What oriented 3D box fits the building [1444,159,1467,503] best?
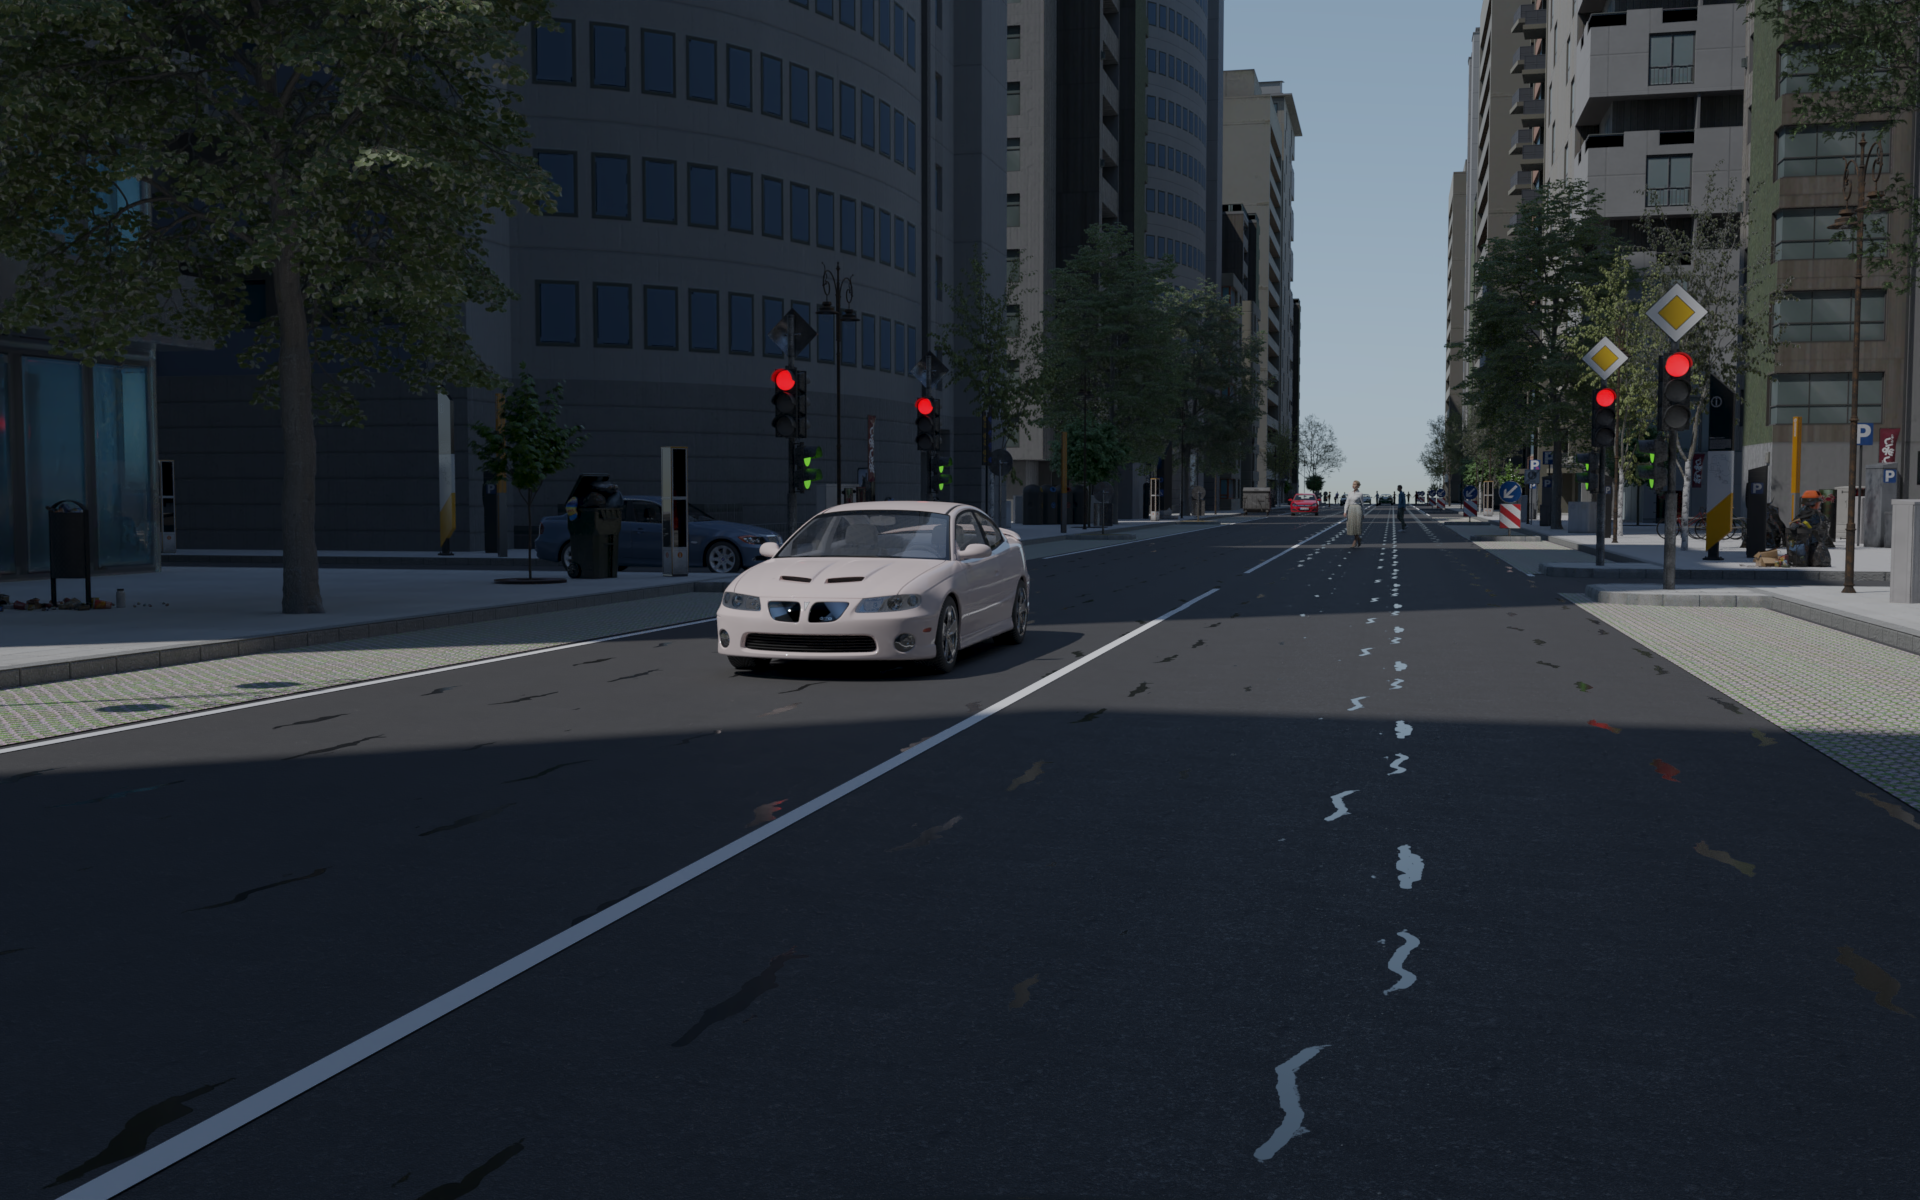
[{"bbox_3d":[79.915,-37.950,244.186,21.300,48.544,21.600,1,4,14],"label":"building"}]

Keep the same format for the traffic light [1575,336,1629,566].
[{"bbox_3d":[11.454,-2.569,30.932,0.839,4.253,0.868,1,4,14],"label":"traffic light"}]

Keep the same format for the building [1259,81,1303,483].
[{"bbox_3d":[29.683,-39.087,228.313,28.713,52.752,27.495,1,4,14],"label":"building"}]

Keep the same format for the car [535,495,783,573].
[{"bbox_3d":[-5.353,-1.168,31.095,4.499,1.417,2.014,1,4,14],"label":"car"}]

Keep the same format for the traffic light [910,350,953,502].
[{"bbox_3d":[-0.593,-2.752,33.914,0.839,4.253,0.868,1,4,14],"label":"traffic light"}]

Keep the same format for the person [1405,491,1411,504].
[{"bbox_3d":[64.564,-14.728,249.400,0.705,1.812,1.348,-2,4,-29],"label":"person"}]

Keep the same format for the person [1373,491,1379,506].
[{"bbox_3d":[48.726,-11.863,202.451,0.705,1.826,1.348,3,5,40],"label":"person"}]

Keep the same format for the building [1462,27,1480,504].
[{"bbox_3d":[74.660,-41.382,218.586,21.231,58.520,28.212,1,4,14],"label":"building"}]

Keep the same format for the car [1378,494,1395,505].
[{"bbox_3d":[54.633,-12.863,222.114,2.131,1.459,4.920,1,4,16],"label":"car"}]

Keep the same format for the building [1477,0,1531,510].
[{"bbox_3d":[55.441,-32.015,147.152,21.300,48.544,21.600,1,4,14],"label":"building"}]

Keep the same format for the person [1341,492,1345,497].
[{"bbox_3d":[55.101,-14.619,248.309,1.217,1.735,0.721,-1,4,-12],"label":"person"}]

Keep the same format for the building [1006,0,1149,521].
[{"bbox_3d":[1.434,-19.261,86.620,14.160,30.474,14.107,1,4,14],"label":"building"}]

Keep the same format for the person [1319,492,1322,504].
[{"bbox_3d":[48.453,-13.670,232.669,0.621,1.740,0.551,-1,4,-17],"label":"person"}]

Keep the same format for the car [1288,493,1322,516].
[{"bbox_3d":[22.949,-6.492,115.189,2.155,1.783,4.494,1,4,12],"label":"car"}]

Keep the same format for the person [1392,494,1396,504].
[{"bbox_3d":[64.765,-15.218,258.003,1.217,1.739,0.721,2,4,26],"label":"person"}]

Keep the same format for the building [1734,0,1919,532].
[{"bbox_3d":[33.657,-17.504,57.886,14.160,30.474,14.107,1,4,14],"label":"building"}]

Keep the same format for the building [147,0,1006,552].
[{"bbox_3d":[-11.852,-31.151,51.319,21.231,58.520,28.212,1,4,14],"label":"building"}]

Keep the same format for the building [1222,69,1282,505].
[{"bbox_3d":[26.199,-35.473,203.687,21.300,48.544,21.600,1,4,14],"label":"building"}]

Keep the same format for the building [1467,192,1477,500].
[{"bbox_3d":[56.143,-24.110,165.895,14.160,30.474,14.107,1,4,14],"label":"building"}]

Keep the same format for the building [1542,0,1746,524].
[{"bbox_3d":[44.157,-30.342,85.334,28.713,52.752,27.495,1,4,14],"label":"building"}]

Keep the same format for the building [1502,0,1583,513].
[{"bbox_3d":[50.623,-28.603,122.276,22.147,44.769,28.867,1,4,14],"label":"building"}]

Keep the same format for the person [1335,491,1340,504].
[{"bbox_3d":[56.981,-15.474,261.371,0.709,1.838,0.599,2,4,34],"label":"person"}]

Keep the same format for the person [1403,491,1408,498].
[{"bbox_3d":[60.296,-13.879,235.437,1.348,1.822,0.705,3,5,43],"label":"person"}]

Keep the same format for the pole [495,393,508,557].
[{"bbox_3d":[-9.317,-2.528,35.183,0.158,3.312,0.155,0,3,0],"label":"pole"}]

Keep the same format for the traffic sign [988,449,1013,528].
[{"bbox_3d":[1.120,-2.970,48.668,0.768,2.556,0.104,1,4,23],"label":"traffic sign"}]

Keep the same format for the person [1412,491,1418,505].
[{"bbox_3d":[55.061,-12.278,209.205,0.705,1.831,1.348,3,5,42],"label":"person"}]

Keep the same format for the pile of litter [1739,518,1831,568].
[{"bbox_3d":[14.608,-1.018,30.610,1.719,0.858,1.176,0,4,3],"label":"pile of litter"}]

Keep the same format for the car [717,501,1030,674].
[{"bbox_3d":[-0.613,-0.191,15.481,2.083,1.381,4.827,1,4,14],"label":"car"}]

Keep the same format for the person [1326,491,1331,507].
[{"bbox_3d":[40.920,-11.187,192.226,0.721,1.723,1.217,2,4,29],"label":"person"}]

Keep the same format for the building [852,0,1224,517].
[{"bbox_3d":[6.858,-35.568,123.533,21.231,58.520,28.212,1,4,14],"label":"building"}]

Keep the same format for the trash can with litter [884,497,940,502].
[{"bbox_3d":[-0.941,-2.208,47.160,1.678,1.210,2.233,2,4,24],"label":"trash can with litter"}]

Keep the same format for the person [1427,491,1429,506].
[{"bbox_3d":[54.994,-11.921,203.413,0.705,1.824,1.348,0,4,5],"label":"person"}]

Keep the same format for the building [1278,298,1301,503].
[{"bbox_3d":[41.102,-29.104,247.549,14.160,30.474,14.107,1,4,14],"label":"building"}]

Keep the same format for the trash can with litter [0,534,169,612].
[{"bbox_3d":[-10.286,-0.522,19.591,2.233,1.210,1.678,1,4,19],"label":"trash can with litter"}]

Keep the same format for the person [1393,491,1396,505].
[{"bbox_3d":[59.274,-13.946,236.484,0.705,1.831,1.348,0,4,6],"label":"person"}]

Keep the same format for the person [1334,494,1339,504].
[{"bbox_3d":[52.417,-14.037,241.239,0.697,1.427,0.421,1,4,22],"label":"person"}]

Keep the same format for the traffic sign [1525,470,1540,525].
[{"bbox_3d":[23.672,-4.256,71.718,0.606,2.300,0.079,1,4,15],"label":"traffic sign"}]

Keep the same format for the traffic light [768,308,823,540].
[{"bbox_3d":[-2.528,-2.278,26.166,0.839,4.253,0.868,1,4,14],"label":"traffic light"}]

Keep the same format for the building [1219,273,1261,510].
[{"bbox_3d":[11.411,-18.830,152.904,27.650,21.520,28.899,1,4,14],"label":"building"}]

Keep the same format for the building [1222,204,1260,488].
[{"bbox_3d":[22.149,-24.515,172.528,14.160,30.474,14.107,1,4,14],"label":"building"}]

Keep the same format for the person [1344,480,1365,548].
[{"bbox_3d":[10.574,-2.295,46.250,0.641,1.798,0.478,-3,5,-42],"label":"person"}]

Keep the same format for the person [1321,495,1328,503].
[{"bbox_3d":[50.608,-14.150,239.942,1.348,1.812,0.705,3,5,41],"label":"person"}]

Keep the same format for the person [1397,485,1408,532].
[{"bbox_3d":[16.865,-3.497,66.018,0.444,1.785,0.601,1,4,15],"label":"person"}]

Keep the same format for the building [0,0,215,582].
[{"bbox_3d":[-27.777,-24.536,20.772,30.456,49.044,23.786,1,4,14],"label":"building"}]

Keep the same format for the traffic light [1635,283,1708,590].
[{"bbox_3d":[9.518,-2.096,23.184,0.839,4.253,0.868,1,4,14],"label":"traffic light"}]

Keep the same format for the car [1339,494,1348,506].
[{"bbox_3d":[47.169,-12.288,210.694,2.009,1.686,4.222,1,4,15],"label":"car"}]

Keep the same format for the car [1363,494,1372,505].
[{"bbox_3d":[55.590,-13.835,237.994,2.131,1.459,4.920,1,4,14],"label":"car"}]
